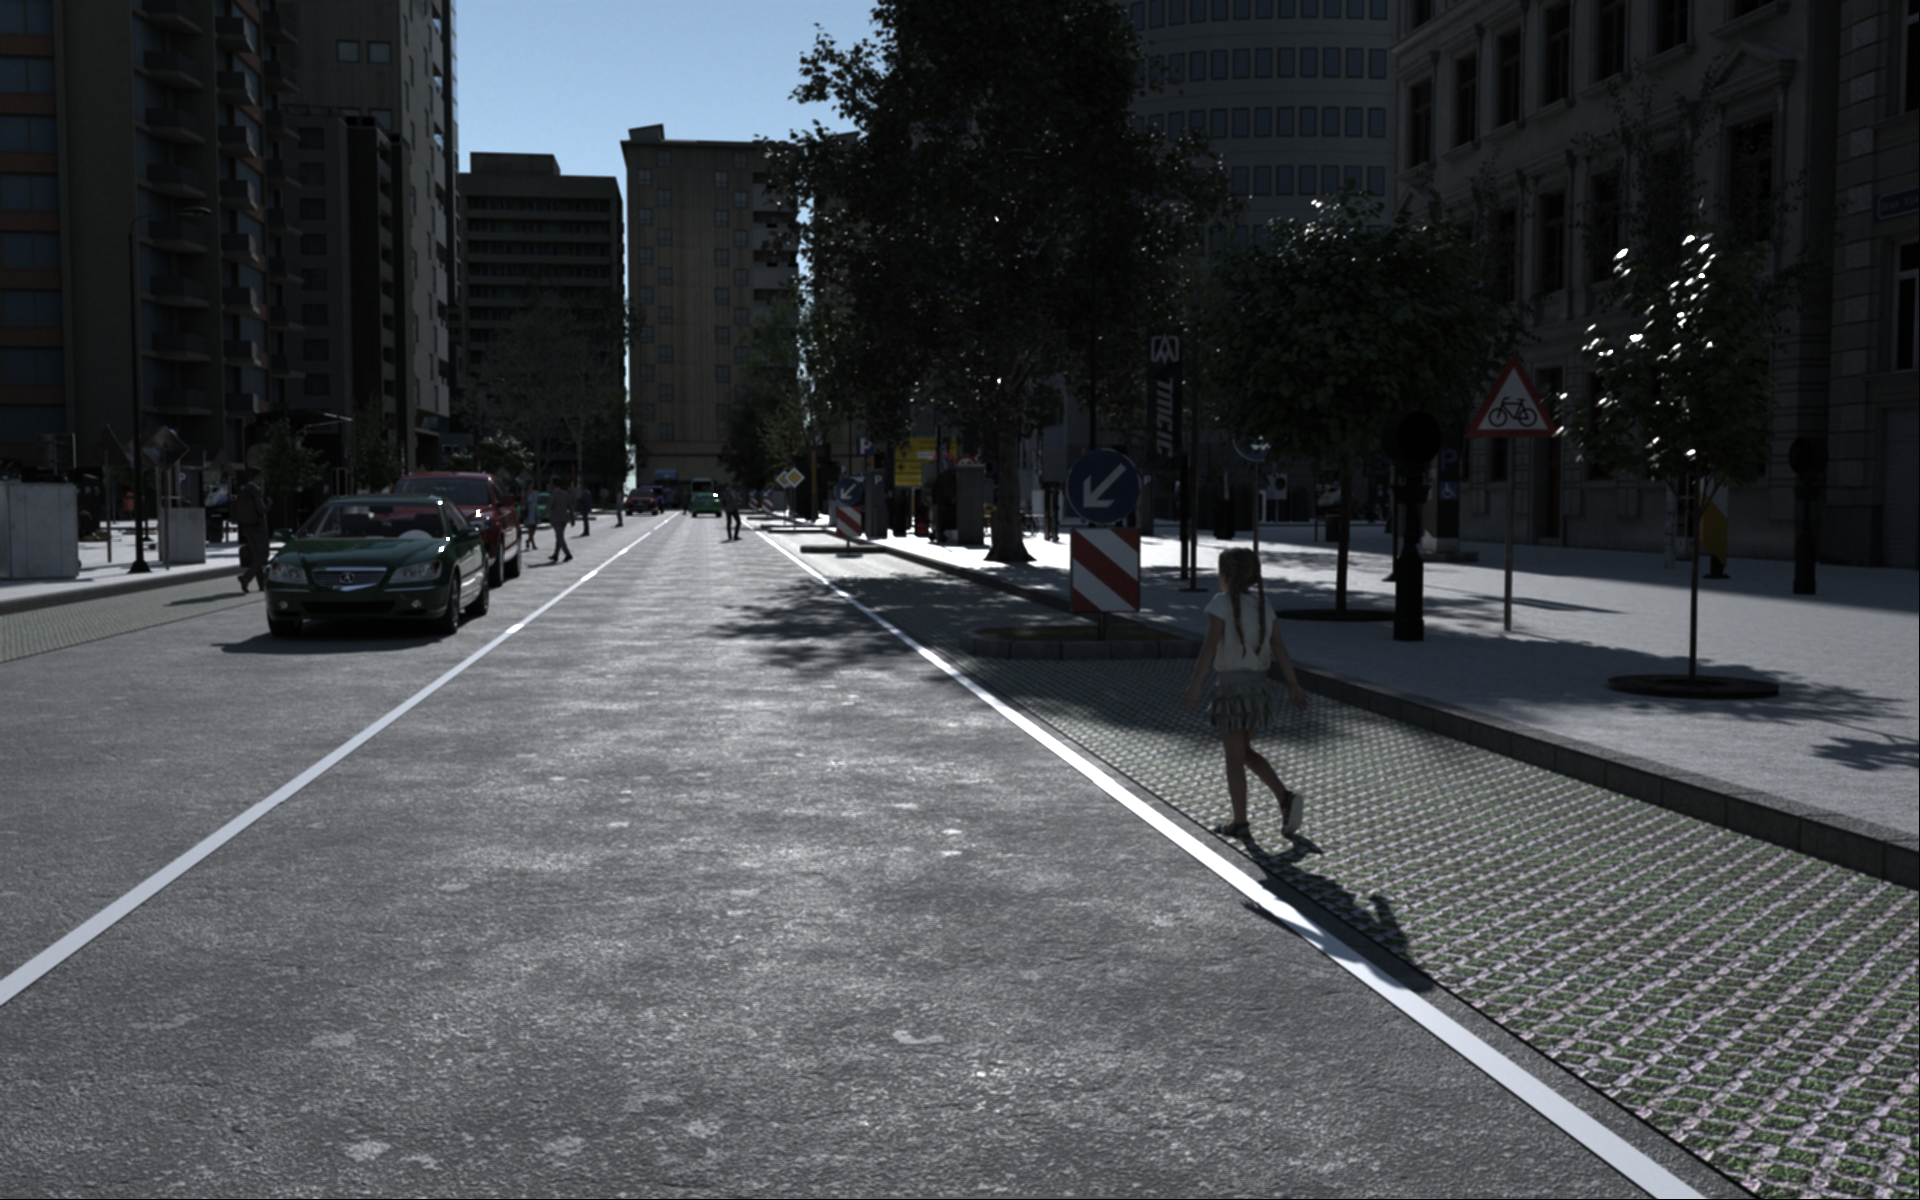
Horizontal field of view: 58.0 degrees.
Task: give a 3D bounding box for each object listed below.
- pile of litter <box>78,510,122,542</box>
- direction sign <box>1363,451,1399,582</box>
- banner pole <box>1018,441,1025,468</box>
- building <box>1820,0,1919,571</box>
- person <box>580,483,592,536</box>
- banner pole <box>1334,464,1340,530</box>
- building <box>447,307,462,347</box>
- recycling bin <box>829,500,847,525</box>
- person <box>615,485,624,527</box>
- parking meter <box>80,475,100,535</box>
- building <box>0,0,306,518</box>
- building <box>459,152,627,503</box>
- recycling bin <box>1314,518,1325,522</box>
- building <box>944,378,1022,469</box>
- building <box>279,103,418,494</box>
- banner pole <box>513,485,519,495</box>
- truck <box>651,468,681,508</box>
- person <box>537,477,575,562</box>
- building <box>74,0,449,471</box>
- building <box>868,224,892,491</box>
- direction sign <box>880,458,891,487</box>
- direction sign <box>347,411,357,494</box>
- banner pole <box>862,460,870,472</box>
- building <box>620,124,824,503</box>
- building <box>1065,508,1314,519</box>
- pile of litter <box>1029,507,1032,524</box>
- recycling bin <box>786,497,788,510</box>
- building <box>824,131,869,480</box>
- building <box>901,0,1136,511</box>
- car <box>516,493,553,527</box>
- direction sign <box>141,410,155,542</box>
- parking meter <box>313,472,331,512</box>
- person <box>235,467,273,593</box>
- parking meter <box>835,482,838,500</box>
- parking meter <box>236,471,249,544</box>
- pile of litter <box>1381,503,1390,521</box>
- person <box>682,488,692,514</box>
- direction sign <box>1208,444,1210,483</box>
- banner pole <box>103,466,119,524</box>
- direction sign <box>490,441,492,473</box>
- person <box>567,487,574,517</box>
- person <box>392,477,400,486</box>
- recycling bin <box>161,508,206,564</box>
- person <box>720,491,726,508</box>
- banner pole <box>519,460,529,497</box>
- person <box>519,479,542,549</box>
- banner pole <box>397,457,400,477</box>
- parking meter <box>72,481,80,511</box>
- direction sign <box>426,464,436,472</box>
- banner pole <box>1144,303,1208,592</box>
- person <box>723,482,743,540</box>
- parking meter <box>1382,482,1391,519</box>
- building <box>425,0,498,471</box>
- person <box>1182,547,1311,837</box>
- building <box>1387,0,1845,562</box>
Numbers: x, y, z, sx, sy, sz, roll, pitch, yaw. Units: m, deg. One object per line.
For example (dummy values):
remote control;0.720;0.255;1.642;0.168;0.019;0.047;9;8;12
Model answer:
pile of litter;-23.455;-2.001;46.688;1.719;0.858;1.176;-3;5;-44
direction sign;6.401;-2.042;25.384;0.876;3.537;0.379;3;5;43
banner pole;3.014;-5.639;82.218;0.401;3.779;0.863;0;4;3
building;23.017;-13.598;19.597;12.463;27.353;25.104;-1;4;-8
person;-12.873;-3.113;59.574;0.419;1.800;0.721;-1;4;-13
banner pole;13.663;-4.426;62.375;0.401;3.779;0.863;-2;4;-28
building;-82.867;-34.252;251.895;23.993;40.220;32.217;-1;4;-8
recycling bin;-5.021;-3.615;71.666;0.722;1.027;0.722;-1;4;-15
person;-14.981;-4.148;76.327;0.388;1.821;0.555;0;4;3
parking meter;-26.080;-2.833;52.037;0.399;1.863;0.255;1;4;14
building;-51.836;-27.327;101.414;22.147;44.769;28.867;-1;4;-8
building;-59.458;-38.262;249.280;21.600;48.544;21.300;-1;4;-8
recycling bin;16.593;-4.053;78.814;0.722;1.027;0.722;-2;4;-23
building;11.975;-49.683;124.991;22.319;86.520;31.000;-1;4;-8
building;-49.898;-22.030;131.886;14.160;30.474;14.107;-1;4;-8
banner pole;-32.813;-8.378;126.995;0.401;3.779;0.863;-1;4;-21
truck;-31.396;-12.008;186.089;2.967;4.110;18.799;-1;4;-8
person;-8.555;-1.723;36.942;0.850;1.792;0.678;2;4;32
building;-60.809;-34.480;152.983;28.713;52.752;27.495;-1;4;-8
building;1.014;-35.266;200.296;21.300;48.544;21.600;-1;4;-8
direction sign;-4.643;-7.142;108.766;0.876;3.537;0.379;2;4;28
direction sign;-16.701;-3.414;47.815;0.379;3.537;0.876;-1;4;-16
banner pole;-6.833;-8.285;125.484;0.863;3.779;0.401;0;4;6
building;-35.258;-40.775;255.916;27.495;52.752;28.713;-1;4;-8
building;19.041;-34.091;99.390;28.212;58.520;21.231;-1;4;-8
pile of litter;3.548;-3.825;76.504;1.176;0.858;1.719;-2;4;-31
recycling bin;-14.588;-7.922;142.080;0.722;1.027;0.722;-2;4;-34
building;-8.133;-41.052;260.433;27.495;52.752;28.713;-1;4;-8
building;4.190;-38.693;174.629;21.231;58.520;28.212;-1;4;-8
car;-18.332;-4.064;75.247;1.959;1.807;4.718;-1;4;-9
direction sign;-22.028;-3.353;46.813;0.379;3.537;0.876;-2;4;-30
parking meter;-15.878;-2.290;43.151;0.255;1.863;0.399;1;4;16
person;-10.320;-1.029;25.289;0.622;1.834;0.822;2;4;26
parking meter;-5.613;-4.598;80.885;0.255;1.863;0.399;3;5;43
parking meter;-18.339;-2.372;44.485;0.399;1.863;0.255;-1;4;-13
pile of litter;20.412;-4.134;81.554;1.176;0.858;1.719;1;4;15
person;-19.225;-6.939;121.911;0.822;1.834;0.622;-2;4;-29
direction sign;11.251;-5.274;78.219;0.379;3.537;0.876;0;4;4
banner pole;-36.374;-5.140;74.052;0.863;3.779;0.401;2;4;26
direction sign;-20.305;-5.076;74.985;0.379;3.537;0.876;-1;4;-15
person;-21.800;-5.420;97.098;0.573;1.828;0.580;1;4;23
person;-12.056;-1.724;36.954;0.850;1.792;0.678;-1;4;-17
recycling bin;-14.394;-1.197;32.133;0.722;1.027;0.722;-1;4;-23
person;-24.063;-10.272;177.174;1.217;1.743;0.721;0;4;4
banner pole;-32.544;-8.498;128.953;0.863;3.779;0.401;-3;5;-43
person;-11.147;-2.215;44.812;0.616;1.811;0.778;-3;4;-37
banner pole;-37.572;-7.703;115.964;0.401;3.779;0.863;-2;4;-28
parking meter;-38.590;-4.285;75.771;0.399;1.863;0.255;-2;4;-31
direction sign;-39.296;-8.366;128.774;0.379;3.537;0.876;3;4;38
banner pole;2.849;-2.004;22.779;0.863;3.779;0.401;0;4;5
person;-7.106;-2.780;54.133;0.592;1.802;0.473;-2;4;-29
parking meter;21.112;-4.892;85.693;0.399;1.863;0.255;-3;4;-38
building;-67.574;-53.585;188.780;31.000;86.520;22.319;-1;4;-8
person;1.165;0.390;7.145;0.505;1.210;0.382;-2;4;-34
building;19.341;-12.625;42.583;11.583;22.565;21.152;-1;4;-8
